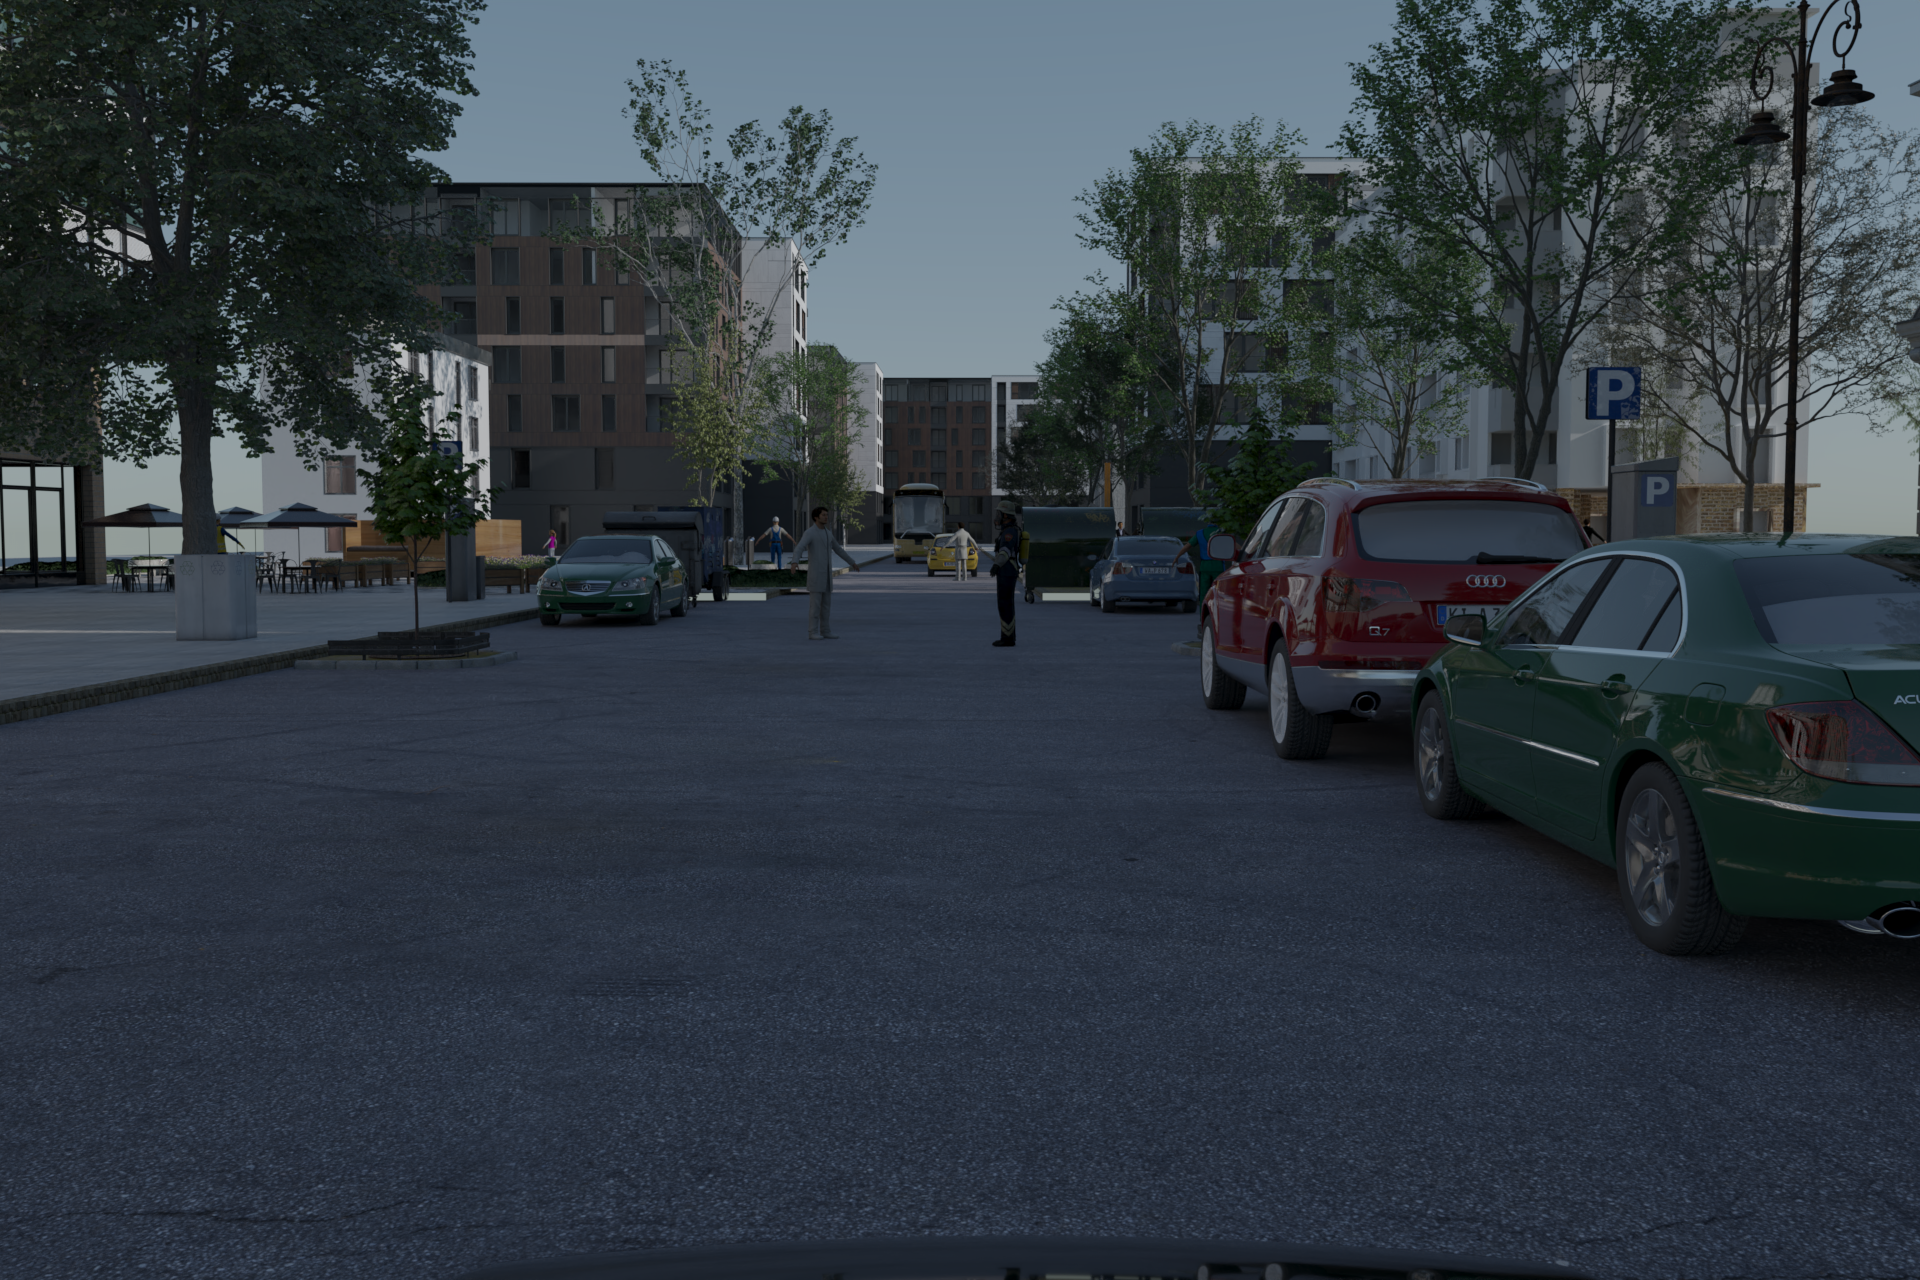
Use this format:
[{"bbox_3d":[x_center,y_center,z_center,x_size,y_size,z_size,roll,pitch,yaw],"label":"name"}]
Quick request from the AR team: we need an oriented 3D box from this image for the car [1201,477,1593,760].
[{"bbox_3d":[3.026,-0.237,12.541,2.281,1.827,5.304,0,4,0],"label":"car"}]

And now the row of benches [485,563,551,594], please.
[{"bbox_3d":[-8.969,-1.374,37.934,4.104,0.672,1.422,-3,5,-43],"label":"row of benches"}]

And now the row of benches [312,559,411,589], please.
[{"bbox_3d":[-14.562,-1.632,42.144,1.422,0.672,4.104,0,4,7],"label":"row of benches"}]

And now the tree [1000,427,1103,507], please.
[{"bbox_3d":[6.909,-12.127,132.681,8.767,10.594,7.601,1,4,13],"label":"tree"}]

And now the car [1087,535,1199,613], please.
[{"bbox_3d":[3.448,-1.273,32.817,2.014,1.417,4.499,0,3,0],"label":"car"}]

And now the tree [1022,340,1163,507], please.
[{"bbox_3d":[6.649,-9.896,87.550,9.928,11.665,9.643,0,3,0],"label":"tree"}]

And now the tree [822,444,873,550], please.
[{"bbox_3d":[-9.262,-11.558,139.343,4.737,8.622,4.395,0,3,0],"label":"tree"}]

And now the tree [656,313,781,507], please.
[{"bbox_3d":[-8.459,-6.635,58.847,4.737,8.622,4.395,0,3,0],"label":"tree"}]

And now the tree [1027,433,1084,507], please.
[{"bbox_3d":[6.050,-9.964,113.268,4.360,8.622,3.978,0,3,0],"label":"tree"}]

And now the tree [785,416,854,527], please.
[{"bbox_3d":[-8.792,-9.656,108.235,4.737,8.622,4.395,0,3,0],"label":"tree"}]

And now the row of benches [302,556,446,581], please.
[{"bbox_3d":[-16.067,-1.969,47.651,4.104,0.672,1.422,-1,4,-16],"label":"row of benches"}]

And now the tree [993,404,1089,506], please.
[{"bbox_3d":[5.920,-11.590,123.910,7.601,10.594,8.767,1,4,15],"label":"tree"}]

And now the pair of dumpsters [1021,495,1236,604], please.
[{"bbox_3d":[3.457,-1.901,36.038,4.436,2.255,1.574,0,4,-1],"label":"pair of dumpsters"}]

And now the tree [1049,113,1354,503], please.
[{"bbox_3d":[6.026,-7.214,43.696,9.928,11.665,9.643,0,3,0],"label":"tree"}]

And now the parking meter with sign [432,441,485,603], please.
[{"bbox_3d":[-9.548,-2.258,33.186,0.543,3.016,1.738,0,3,0],"label":"parking meter with sign"}]

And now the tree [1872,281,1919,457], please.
[{"bbox_3d":[28.417,-6.155,51.004,4.360,8.622,3.978,0,3,0],"label":"tree"}]

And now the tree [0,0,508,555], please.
[{"bbox_3d":[-11.999,-7.339,26.645,9.857,13.997,8.962,0,3,0],"label":"tree"}]

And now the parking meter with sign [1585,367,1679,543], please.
[{"bbox_3d":[6.819,-1.289,17.331,0.543,3.016,1.738,0,3,0],"label":"parking meter with sign"}]

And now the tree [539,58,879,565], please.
[{"bbox_3d":[-10.587,-13.165,71.144,12.611,20.169,13.585,0,3,0],"label":"tree"}]

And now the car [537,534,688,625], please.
[{"bbox_3d":[-5.665,-1.032,28.665,2.131,1.459,4.920,0,4,0],"label":"car"}]

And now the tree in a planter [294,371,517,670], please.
[{"bbox_3d":[-6.056,-1.345,19.216,1.991,3.239,1.994,0,4,1],"label":"tree in a planter"}]

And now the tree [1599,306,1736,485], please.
[{"bbox_3d":[21.685,-6.408,55.126,4.360,8.622,3.978,0,3,0],"label":"tree"}]

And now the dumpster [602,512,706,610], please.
[{"bbox_3d":[-5.877,-1.530,33.229,1.865,1.857,1.264,0,4,0],"label":"dumpster"}]

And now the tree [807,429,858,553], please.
[{"bbox_3d":[-8.910,-10.343,119.478,4.737,8.622,4.395,0,3,0],"label":"tree"}]

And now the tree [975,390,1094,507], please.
[{"bbox_3d":[6.547,-14.299,144.156,12.009,13.543,11.850,0,3,0],"label":"tree"}]

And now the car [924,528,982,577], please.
[{"bbox_3d":[-0.254,-3.011,59.455,2.015,1.641,3.980,0,3,0],"label":"car"}]

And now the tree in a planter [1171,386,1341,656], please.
[{"bbox_3d":[3.613,-1.452,20.965,1.991,3.239,1.994,0,4,-1],"label":"tree in a planter"}]

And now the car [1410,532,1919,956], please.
[{"bbox_3d":[3.275,0.274,7.317,2.131,1.459,4.920,0,3,0],"label":"car"}]

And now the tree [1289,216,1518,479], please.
[{"bbox_3d":[14.217,-7.968,56.036,9.928,11.665,9.643,0,3,0],"label":"tree"}]

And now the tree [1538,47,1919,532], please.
[{"bbox_3d":[20.047,-8.168,43.918,12.009,13.543,11.850,0,3,0],"label":"tree"}]

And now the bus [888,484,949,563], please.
[{"bbox_3d":[-2.000,-5.895,87.925,2.896,3.916,12.252,0,4,0],"label":"bus"}]

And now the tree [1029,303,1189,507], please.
[{"bbox_3d":[6.704,-9.317,78.087,9.928,11.665,9.643,0,3,0],"label":"tree"}]

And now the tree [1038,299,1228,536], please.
[{"bbox_3d":[6.735,-8.081,66.540,8.767,10.594,7.601,3,5,44],"label":"tree"}]
